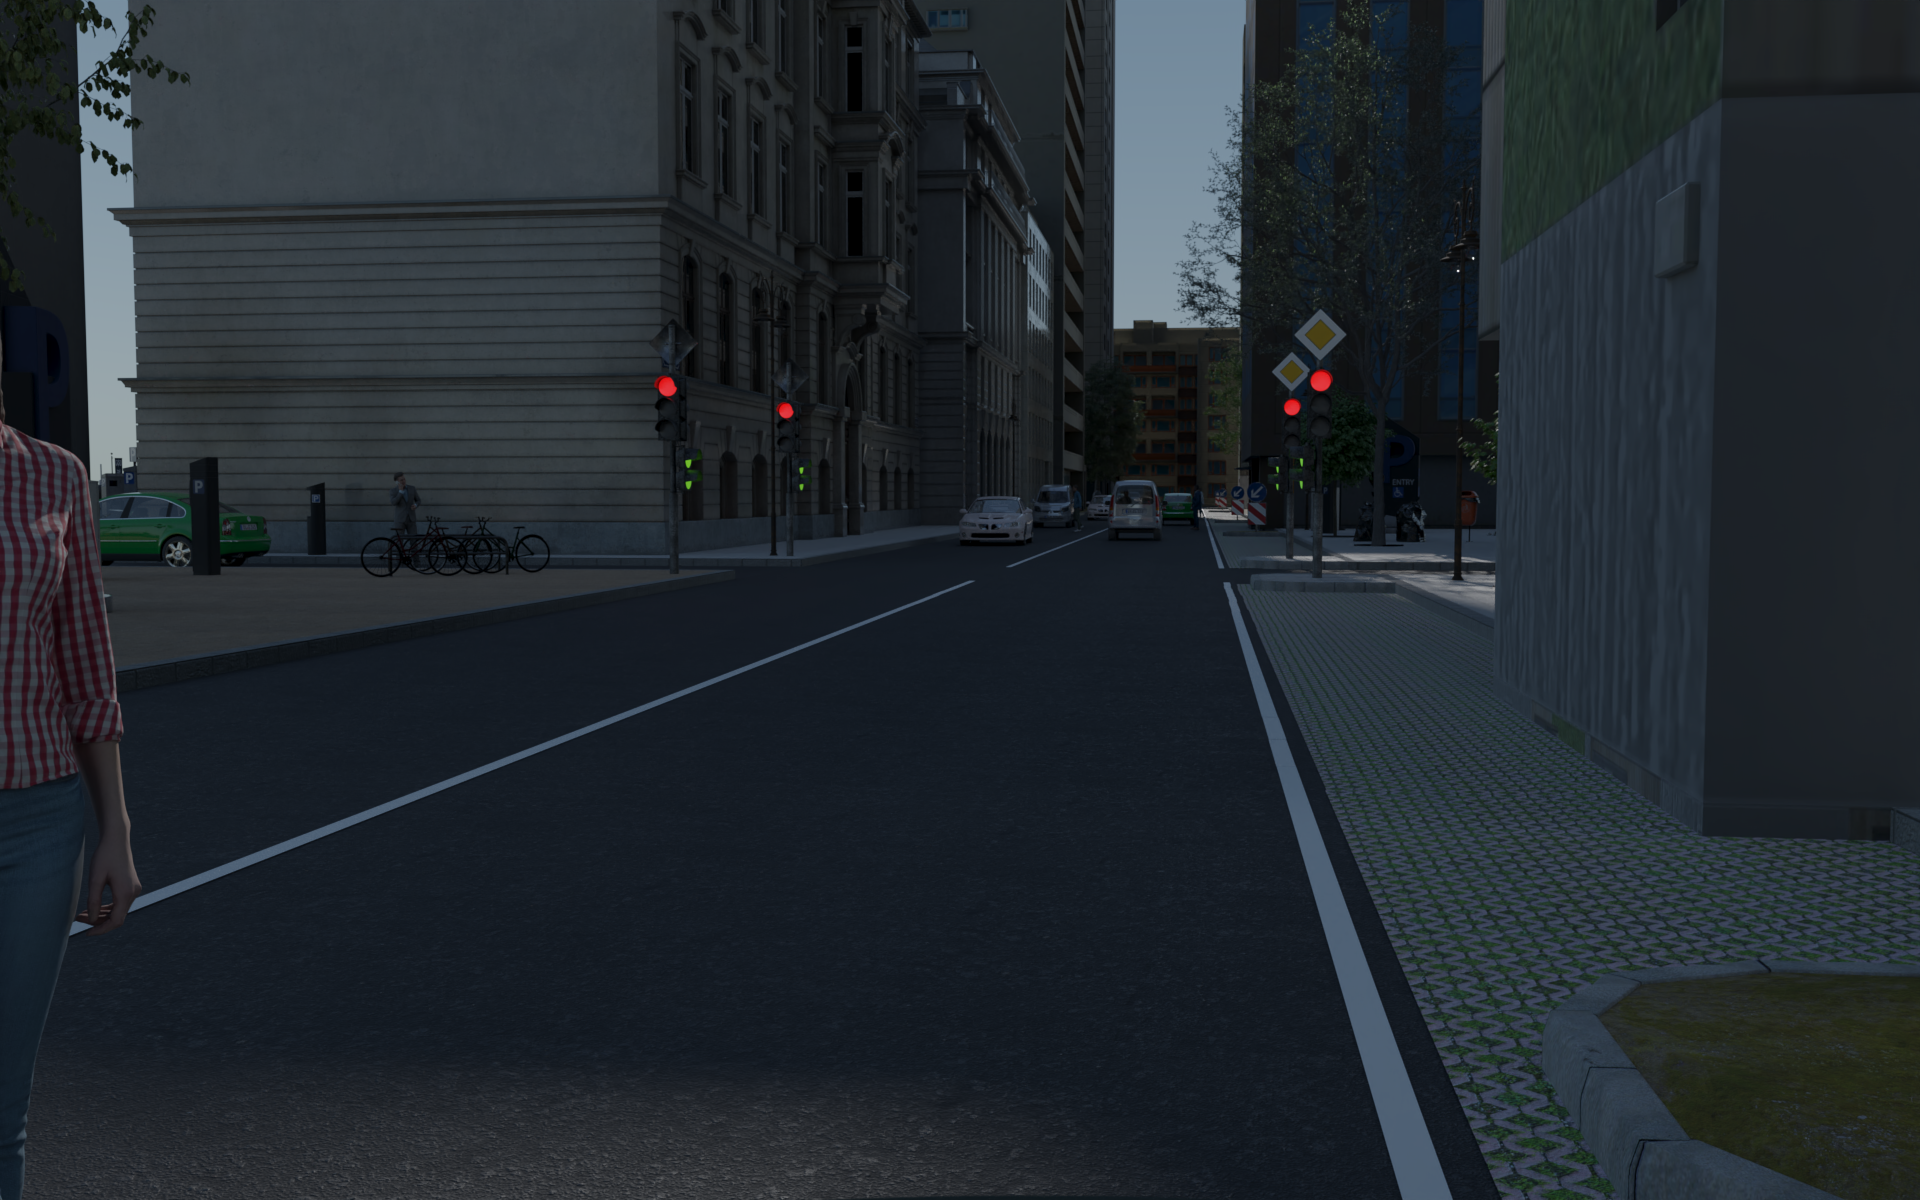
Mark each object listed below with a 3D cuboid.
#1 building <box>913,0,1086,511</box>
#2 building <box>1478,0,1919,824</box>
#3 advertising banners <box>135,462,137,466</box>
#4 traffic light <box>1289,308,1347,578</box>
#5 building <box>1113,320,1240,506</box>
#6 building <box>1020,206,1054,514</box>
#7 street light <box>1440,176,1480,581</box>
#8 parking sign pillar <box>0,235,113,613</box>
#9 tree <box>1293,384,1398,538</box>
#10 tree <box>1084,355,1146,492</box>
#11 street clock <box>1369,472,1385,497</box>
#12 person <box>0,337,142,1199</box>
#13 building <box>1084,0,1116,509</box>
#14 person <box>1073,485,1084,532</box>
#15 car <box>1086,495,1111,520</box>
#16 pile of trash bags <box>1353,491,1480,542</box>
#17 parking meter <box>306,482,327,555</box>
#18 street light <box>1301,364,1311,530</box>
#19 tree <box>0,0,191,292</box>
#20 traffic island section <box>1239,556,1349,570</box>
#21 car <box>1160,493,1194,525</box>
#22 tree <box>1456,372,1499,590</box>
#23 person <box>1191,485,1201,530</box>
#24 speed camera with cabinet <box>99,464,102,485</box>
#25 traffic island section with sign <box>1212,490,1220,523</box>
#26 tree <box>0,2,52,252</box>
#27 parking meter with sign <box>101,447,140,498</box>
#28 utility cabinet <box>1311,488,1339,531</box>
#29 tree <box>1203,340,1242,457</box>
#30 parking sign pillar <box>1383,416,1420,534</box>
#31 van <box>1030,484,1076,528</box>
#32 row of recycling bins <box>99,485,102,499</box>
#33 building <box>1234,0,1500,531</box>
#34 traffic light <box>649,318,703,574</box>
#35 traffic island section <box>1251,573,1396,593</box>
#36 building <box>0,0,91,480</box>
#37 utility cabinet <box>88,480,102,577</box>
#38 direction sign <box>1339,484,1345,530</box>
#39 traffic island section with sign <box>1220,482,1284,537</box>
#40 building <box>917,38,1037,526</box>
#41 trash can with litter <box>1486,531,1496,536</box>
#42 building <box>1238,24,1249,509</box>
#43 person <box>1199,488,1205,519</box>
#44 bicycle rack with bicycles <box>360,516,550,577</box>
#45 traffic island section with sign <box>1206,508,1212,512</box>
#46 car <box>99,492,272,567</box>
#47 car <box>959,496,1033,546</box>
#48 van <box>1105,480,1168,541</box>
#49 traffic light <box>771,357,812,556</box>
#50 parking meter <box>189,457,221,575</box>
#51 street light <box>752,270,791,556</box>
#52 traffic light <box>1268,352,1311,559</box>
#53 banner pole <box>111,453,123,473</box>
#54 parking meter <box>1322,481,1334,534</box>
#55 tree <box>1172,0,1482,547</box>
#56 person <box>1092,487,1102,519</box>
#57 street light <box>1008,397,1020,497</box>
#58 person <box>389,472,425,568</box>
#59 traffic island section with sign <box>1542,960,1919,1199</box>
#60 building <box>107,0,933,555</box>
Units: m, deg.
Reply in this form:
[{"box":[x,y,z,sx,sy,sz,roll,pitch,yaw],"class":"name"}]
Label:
[{"box":[-2.510,-30.468,121.857,21.300,48.544,21.600,0,4,8],"class":"building"},{"box":[10.967,-20.071,11.759,14.154,41.232,14.086,0,4,8],"class":"building"},{"box":[-40.284,-5.379,84.129,0.090,3.025,2.074,0,4,-7],"class":"advertising banners"},{"box":[5.444,-2.291,26.375,0.839,4.253,0.868,0,4,8],"class":"traffic light"},{"box":[22.764,-22.113,206.580,28.899,21.520,27.650,0,4,8],"class":"building"},{"box":[-0.350,-15.149,102.438,10.420,20.320,16.860,0,4,8],"class":"building"},{"box":[7.398,-3.229,25.579,0.468,5.910,1.993,0,4,8],"class":"street light"},{"box":[-9.886,-1.834,18.451,1.447,3.967,1.447,-1,4,-11],"class":"parking sign pillar"},{"box":[11.306,-4.157,51.676,4.285,4.588,4.351,0,3,0],"class":"tree"},{"box":[12.626,-15.489,159.906,9.857,13.997,8.962,0,3,0],"class":"tree"},{"box":[12.944,-3.014,53.848,0.471,2.002,0.358,1,4,16],"class":"street clock"},{"box":[-1.484,0.368,2.499,0.388,1.821,0.555,2,4,34],"class":"person"},{"box":[5.007,-45.124,176.022,20.611,71.187,20.563,0,4,8],"class":"building"},{"box":[4.508,-3.499,66.047,0.444,1.785,0.601,0,4,6],"class":"person"},{"box":[8.027,-5.100,95.751,2.083,1.381,4.827,0,4,7],"class":"car"},{"box":[12.299,-2.267,46.811,3.447,1.369,1.912,2,4,31],"class":"pile of trash bags"},{"box":[-13.540,-1.714,36.433,0.372,1.533,0.369,0,3,0],"class":"parking meter"},{"box":[12.362,-5.429,61.547,0.468,5.910,1.993,0,4,8],"class":"street light"},{"box":[-7.781,-3.784,12.228,4.737,8.622,4.395,0,3,0],"class":"tree"},{"box":[6.567,-0.741,34.395,2.009,0.180,2.903,0,4,8],"class":"traffic island section"},{"box":[10.112,-4.386,80.514,1.959,1.807,4.718,0,4,6],"class":"car"},{"box":[7.677,-1.742,23.090,1.663,3.219,1.824,0,3,0],"class":"tree"},{"box":[9.518,-3.735,69.754,0.419,1.800,0.721,0,4,1],"class":"person"},{"box":[-55.953,-7.288,113.496,0.660,3.252,2.038,-2,4,-34],"class":"speed camera with cabinet"},{"box":[13.577,-4.700,85.473,1.989,1.847,2.006,0,4,8],"class":"traffic island section with sign"},{"box":[-13.307,-4.337,21.279,4.360,8.622,3.978,0,3,0],"class":"tree"},{"box":[-31.128,-4.119,63.599,0.543,3.016,1.738,3,5,39],"class":"parking meter with sign"},{"box":[12.592,-3.126,59.787,1.173,1.500,0.318,-3,5,-40],"class":"utility cabinet"},{"box":[19.975,-11.558,114.734,9.928,11.665,9.643,0,3,0],"class":"tree"},{"box":[14.334,-4.165,56.565,1.447,3.967,1.447,1,4,20],"class":"parking sign pillar"},{"box":[4.093,-4.152,74.902,2.013,2.044,4.112,0,4,8],"class":"van"},{"box":[-38.095,-4.108,74.279,1.069,1.692,3.534,2,4,32],"class":"row of recycling bins"},{"box":[18.521,-25.601,68.692,14.600,45.320,14.200,0,4,8],"class":"building"},{"box":[-4.576,-2.374,27.728,0.839,4.253,0.868,0,4,8],"class":"traffic light"},{"box":[5.482,-0.257,26.484,2.009,0.180,2.903,0,4,8],"class":"traffic island section"},{"box":[-39.245,-15.489,46.757,24.014,27.812,14.314,0,4,8],"class":"building"},{"box":[-12.950,-1.045,25.766,0.318,1.500,1.173,-2,4,-27],"class":"utility cabinet"},{"box":[13.451,-4.231,61.181,0.876,3.537,0.379,-1,4,-13],"class":"direction sign"},{"box":[9.932,-3.066,58.764,1.989,1.847,2.006,0,4,8],"class":"traffic island section with sign"},{"box":[-4.109,-14.690,81.979,13.314,21.916,24.055,0,4,8],"class":"building"},{"box":[16.955,-2.618,53.860,1.678,1.210,2.233,3,5,45],"class":"trash can with litter"},{"box":[31.970,-28.766,153.912,14.154,41.232,14.086,0,4,8],"class":"building"},{"box":[14.054,-5.643,101.023,0.793,1.790,0.793,3,5,44],"class":"person"},{"box":[-8.124,-0.894,27.994,2.925,0.926,2.852,-1,4,-18],"class":"bicycle rack with bicycles"},{"box":[20.431,-7.756,135.440,1.989,1.847,2.006,0,4,8],"class":"traffic island section with sign"},{"box":[-15.457,-1.457,32.616,4.718,1.807,1.959,1,4,9],"class":"car"},{"box":[1.082,-2.290,49.804,2.083,1.381,4.827,0,4,6],"class":"car"},{"box":[5.567,-2.925,54.829,2.013,2.044,4.112,0,4,7],"class":"van"},{"box":[-3.491,-2.857,35.639,0.839,4.253,0.868,0,4,8],"class":"traffic light"},{"box":[-11.946,-1.326,27.398,0.399,1.863,0.255,1,4,21],"class":"parking meter"},{"box":[-3.885,-3.862,35.940,0.468,5.910,1.993,0,4,8],"class":"street light"},{"box":[6.529,-2.775,34.287,0.839,4.253,0.868,0,4,8],"class":"traffic light"},{"box":[-51.129,-7.031,104.971,0.401,3.779,0.863,3,5,39],"class":"banner pole"},{"box":[11.915,-3.082,56.098,0.255,1.863,0.399,-2,4,-33],"class":"parking meter"},{"box":[10.302,-8.073,42.368,12.009,13.543,11.850,0,3,0],"class":"tree"},{"box":[7.995,-5.615,100.399,0.679,1.850,0.850,2,4,30],"class":"person"},{"box":[2.565,-6.722,82.699,0.468,5.910,1.993,0,4,8],"class":"street light"},{"box":[-10.372,-1.482,32.542,0.655,1.846,0.447,-3,4,-36],"class":"person"},{"box":[2.371,0.302,3.688,1.989,1.847,2.006,0,4,8],"class":"traffic island section with sign"},{"box":[-8.979,-14.304,52.952,14.460,24.649,34.723,0,4,8],"class":"building"}]
